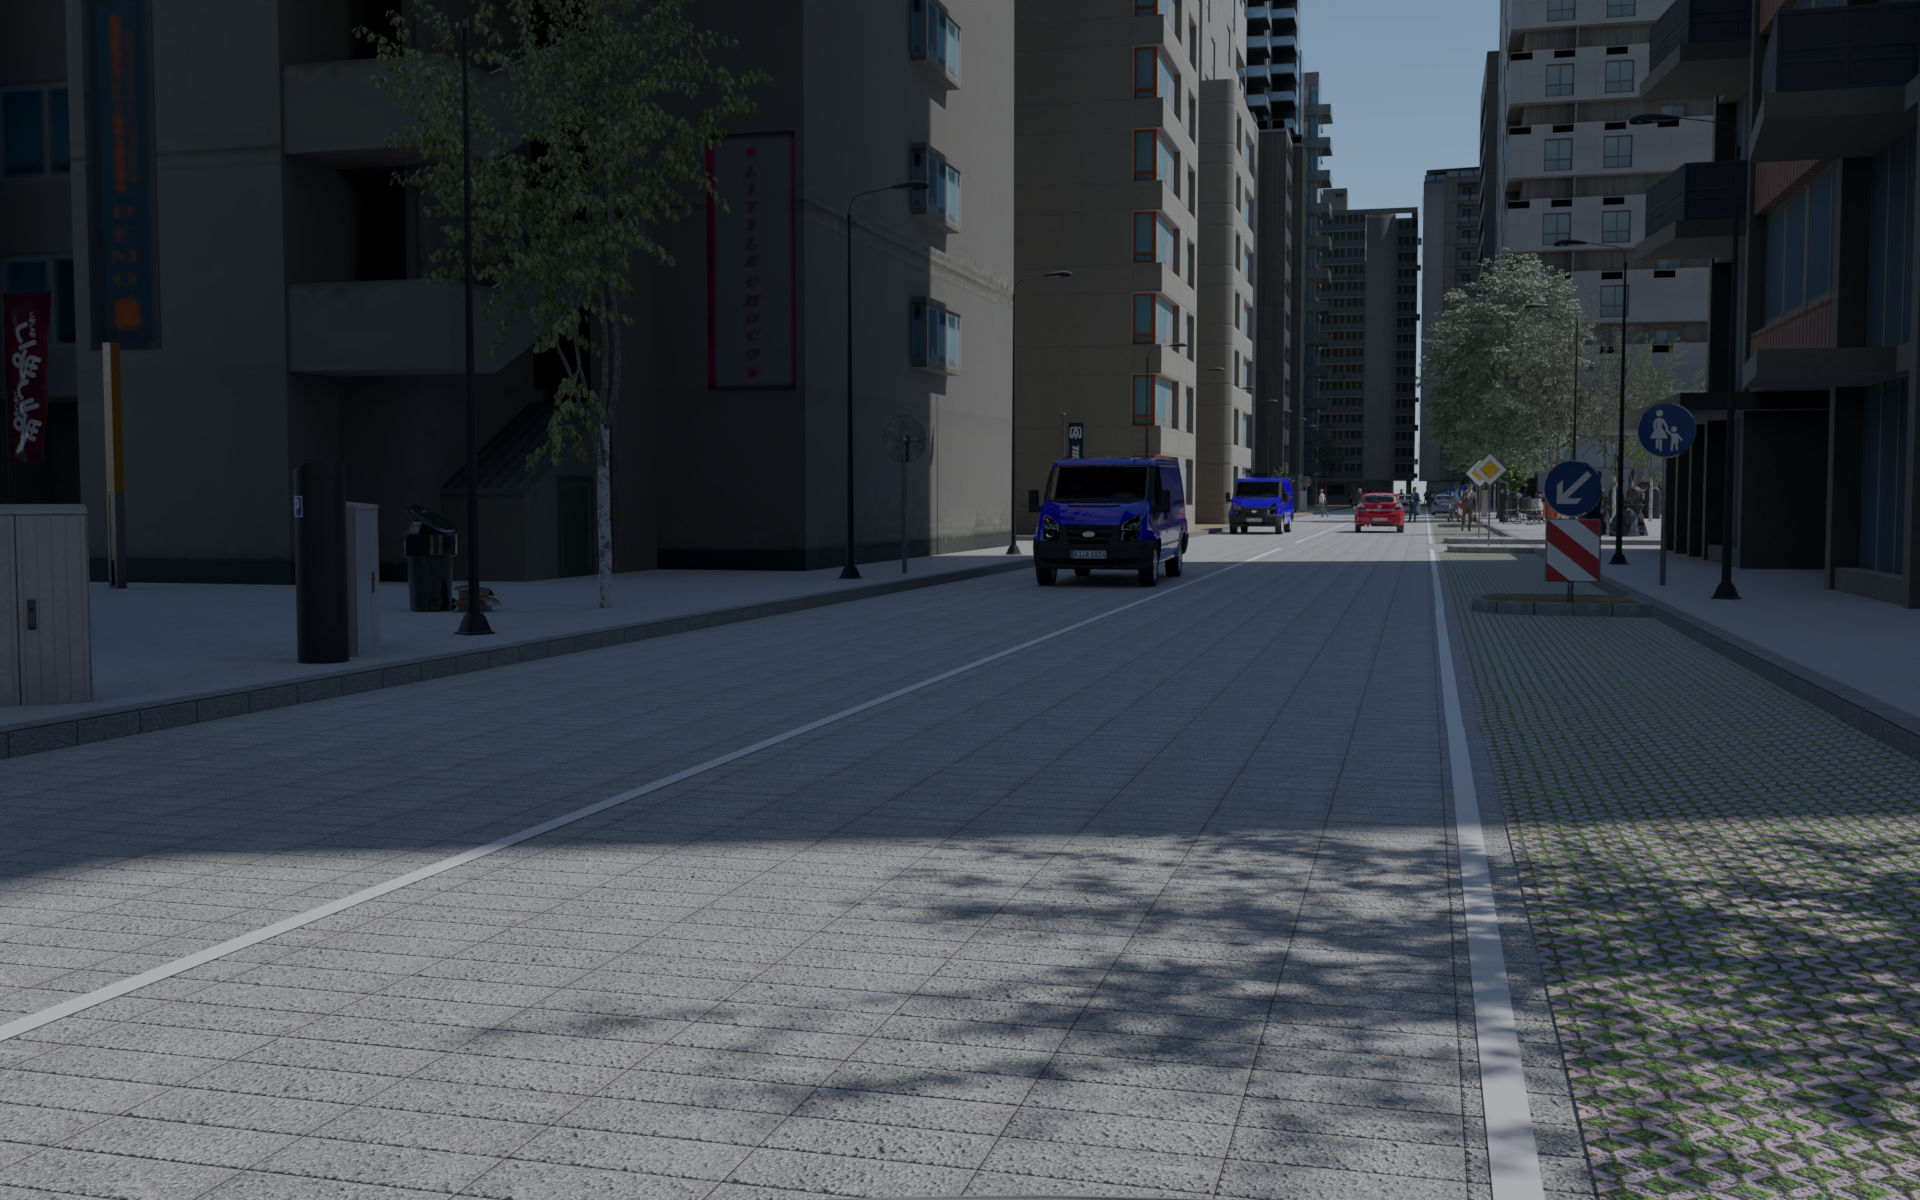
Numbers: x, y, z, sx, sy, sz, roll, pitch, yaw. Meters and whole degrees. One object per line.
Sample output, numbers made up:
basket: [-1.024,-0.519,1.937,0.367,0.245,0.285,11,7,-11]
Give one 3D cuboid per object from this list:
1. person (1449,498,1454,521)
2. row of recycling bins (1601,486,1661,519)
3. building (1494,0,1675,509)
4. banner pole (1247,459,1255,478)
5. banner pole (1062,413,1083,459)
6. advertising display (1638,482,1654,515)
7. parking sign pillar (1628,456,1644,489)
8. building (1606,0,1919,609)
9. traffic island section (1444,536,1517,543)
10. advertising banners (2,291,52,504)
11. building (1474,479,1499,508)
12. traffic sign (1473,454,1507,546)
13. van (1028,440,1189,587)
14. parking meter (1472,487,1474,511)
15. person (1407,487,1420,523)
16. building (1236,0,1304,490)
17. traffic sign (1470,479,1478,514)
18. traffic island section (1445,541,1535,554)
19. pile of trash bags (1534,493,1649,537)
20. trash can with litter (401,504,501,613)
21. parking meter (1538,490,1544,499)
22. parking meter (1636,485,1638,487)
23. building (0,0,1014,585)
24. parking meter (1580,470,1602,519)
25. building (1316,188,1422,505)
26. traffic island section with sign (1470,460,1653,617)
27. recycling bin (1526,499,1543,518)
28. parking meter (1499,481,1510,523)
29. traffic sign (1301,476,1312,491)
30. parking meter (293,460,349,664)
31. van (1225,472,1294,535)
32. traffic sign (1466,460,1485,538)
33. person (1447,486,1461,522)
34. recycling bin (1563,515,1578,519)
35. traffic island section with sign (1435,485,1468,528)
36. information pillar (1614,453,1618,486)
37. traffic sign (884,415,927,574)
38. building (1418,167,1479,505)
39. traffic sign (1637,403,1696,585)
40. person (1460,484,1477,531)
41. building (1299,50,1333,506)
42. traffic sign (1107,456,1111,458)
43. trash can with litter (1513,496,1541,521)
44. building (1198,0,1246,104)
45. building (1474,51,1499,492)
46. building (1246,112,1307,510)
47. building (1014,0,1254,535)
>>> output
person: [26.506,-4.864,93.037,0.382,1.210,0.505,-2,4,-25]
row of recycling bins: [34.727,-5.101,90.506,3.534,1.692,1.069,2,4,25]
building: [56.334,-33.382,135.041,28.713,52.752,27.495,1,4,15]
banner pole: [20.806,-8.203,124.140,0.863,3.779,0.401,1,4,16]
banner pole: [3.409,-3.874,53.357,0.863,3.779,0.401,-1,4,-9]
advertising display: [36.548,-5.328,92.334,0.123,1.923,0.974,-2,4,-27]
parking sign pillar: [46.526,-7.997,119.217,1.447,3.967,1.447,-3,5,-41]
building: [22.055,-22.565,23.555,22.147,44.769,28.867,1,4,15]
traffic island section: [15.194,-1.736,50.658,2.009,0.180,2.903,1,4,15]
advertising banners: [-8.804,-1.167,15.274,2.074,3.025,0.090,1,4,17]
building: [58.824,-44.090,159.131,20.563,71.187,20.611,1,4,15]
traffic sign: [13.101,-2.399,42.874,0.795,2.450,0.064,1,4,15]
van: [2.554,-1.486,28.678,2.240,2.365,5.245,1,4,14]
parking meter: [35.656,-7.045,120.901,0.399,1.863,0.255,-1,4,-14]
person: [22.809,-4.799,87.141,0.419,1.800,0.721,-3,4,-37]
building: [20.606,-51.634,156.889,22.319,86.520,31.000,1,4,15]
traffic sign: [33.594,-6.885,112.679,0.768,2.556,0.104,1,4,19]
traffic island section: [13.126,-1.264,42.945,2.009,0.180,2.903,1,4,15]
pile of trash bags: [19.546,-2.680,53.576,1.912,1.369,3.447,-3,5,-40]
trash can with litter: [-5.568,-0.466,18.999,1.055,1.170,0.624,1,4,10]
parking meter: [36.696,-6.177,109.403,0.372,1.533,0.369,0,3,0]
parking meter: [43.941,-6.507,112.107,0.399,1.863,0.255,0,4,0]
building: [-11.572,-25.105,34.171,21.600,48.544,21.300,1,4,15]
parking meter: [13.782,-1.964,37.825,0.399,1.863,0.255,-1,4,-9]
building: [46.867,-32.498,223.224,23.993,40.220,32.217,1,4,15]
traffic island section with sign: [7.297,-0.765,21.137,1.989,1.847,2.006,1,4,15]
recycling bin: [30.876,-4.925,93.081,0.722,1.027,0.722,3,4,37]
parking meter: [24.493,-4.417,77.923,0.255,1.863,0.399,-3,4,-36]
traffic sign: [24.495,-7.493,122.613,0.768,2.556,0.104,1,4,22]
parking meter: [-4.870,-0.293,13.207,0.372,1.533,0.369,0,3,0]
van: [11.018,-3.601,63.259,2.240,2.365,5.245,1,4,16]
traffic sign: [15.169,-2.871,50.588,0.795,2.450,0.064,1,4,15]
person: [25.136,-4.865,87.912,0.748,1.841,0.638,2,4,27]
recycling bin: [23.650,-3.304,66.566,0.722,1.027,0.722,0,4,-1]
traffic island section with sign: [21.582,-4.024,74.418,1.989,1.847,2.006,1,4,15]
information pillar: [37.415,-6.558,98.573,0.183,3.616,0.504,-2,4,-28]
traffic sign: [-0.898,-1.701,27.910,0.768,2.556,0.104,1,4,23]
building: [63.018,-32.191,209.922,14.086,41.232,14.154,1,4,15]
traffic sign: [9.885,-1.479,24.290,0.768,2.556,0.104,1,4,21]
person: [19.495,-3.543,66.385,0.622,1.834,0.822,1,4,10]
building: [25.003,-34.913,190.428,30.456,49.044,23.786,1,4,15]
traffic sign: [3.886,-2.551,45.356,0.795,2.450,0.064,1,4,15]
trash can with litter: [27.862,-4.460,83.981,2.233,1.210,1.678,0,4,6]
building: [3.629,-31.880,110.473,28.713,52.752,27.495,1,4,15]
building: [65.146,-34.021,179.940,21.300,48.544,21.600,1,4,15]
building: [19.280,-22.217,134.956,14.160,30.474,14.107,1,4,15]
building: [-3.406,-13.797,70.621,27.650,21.520,28.899,1,4,15]
